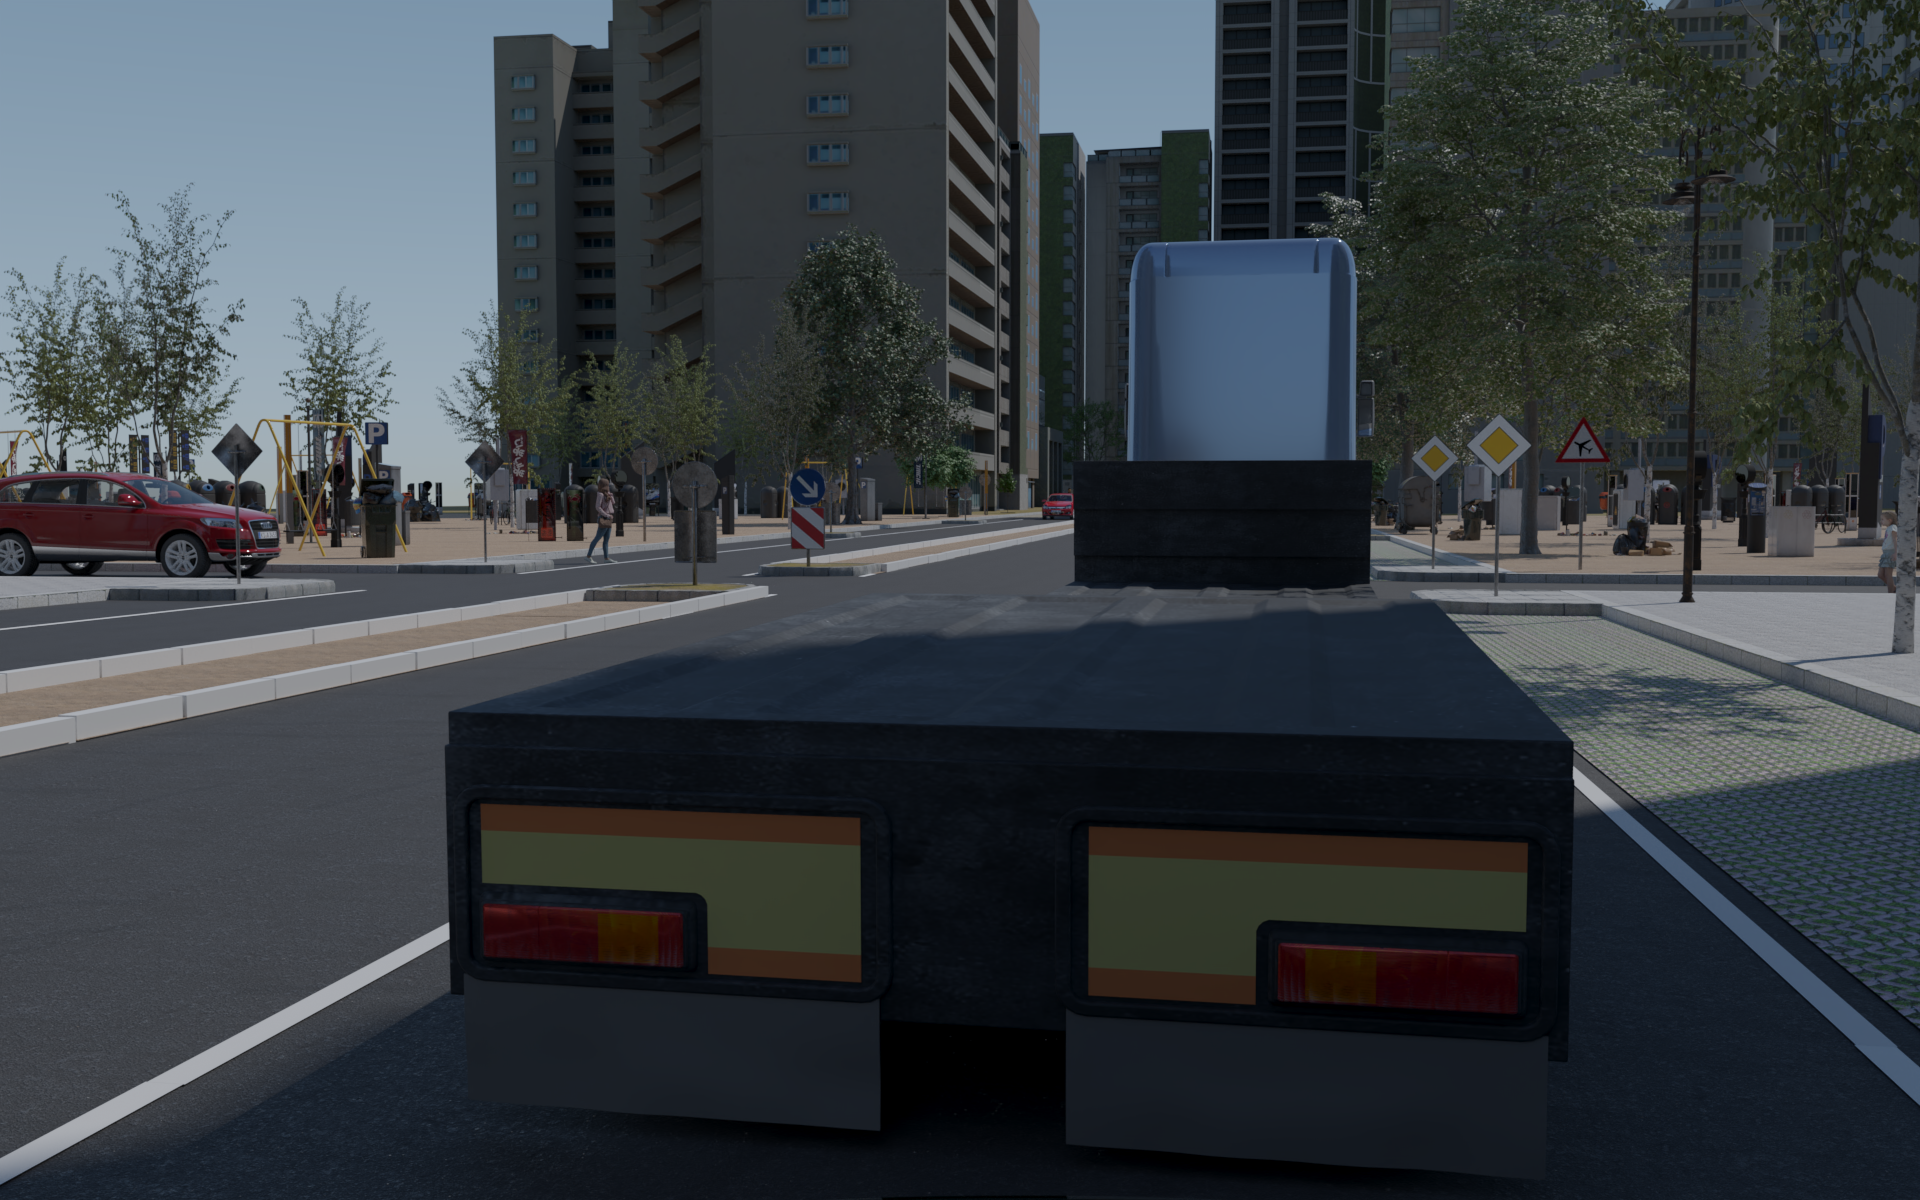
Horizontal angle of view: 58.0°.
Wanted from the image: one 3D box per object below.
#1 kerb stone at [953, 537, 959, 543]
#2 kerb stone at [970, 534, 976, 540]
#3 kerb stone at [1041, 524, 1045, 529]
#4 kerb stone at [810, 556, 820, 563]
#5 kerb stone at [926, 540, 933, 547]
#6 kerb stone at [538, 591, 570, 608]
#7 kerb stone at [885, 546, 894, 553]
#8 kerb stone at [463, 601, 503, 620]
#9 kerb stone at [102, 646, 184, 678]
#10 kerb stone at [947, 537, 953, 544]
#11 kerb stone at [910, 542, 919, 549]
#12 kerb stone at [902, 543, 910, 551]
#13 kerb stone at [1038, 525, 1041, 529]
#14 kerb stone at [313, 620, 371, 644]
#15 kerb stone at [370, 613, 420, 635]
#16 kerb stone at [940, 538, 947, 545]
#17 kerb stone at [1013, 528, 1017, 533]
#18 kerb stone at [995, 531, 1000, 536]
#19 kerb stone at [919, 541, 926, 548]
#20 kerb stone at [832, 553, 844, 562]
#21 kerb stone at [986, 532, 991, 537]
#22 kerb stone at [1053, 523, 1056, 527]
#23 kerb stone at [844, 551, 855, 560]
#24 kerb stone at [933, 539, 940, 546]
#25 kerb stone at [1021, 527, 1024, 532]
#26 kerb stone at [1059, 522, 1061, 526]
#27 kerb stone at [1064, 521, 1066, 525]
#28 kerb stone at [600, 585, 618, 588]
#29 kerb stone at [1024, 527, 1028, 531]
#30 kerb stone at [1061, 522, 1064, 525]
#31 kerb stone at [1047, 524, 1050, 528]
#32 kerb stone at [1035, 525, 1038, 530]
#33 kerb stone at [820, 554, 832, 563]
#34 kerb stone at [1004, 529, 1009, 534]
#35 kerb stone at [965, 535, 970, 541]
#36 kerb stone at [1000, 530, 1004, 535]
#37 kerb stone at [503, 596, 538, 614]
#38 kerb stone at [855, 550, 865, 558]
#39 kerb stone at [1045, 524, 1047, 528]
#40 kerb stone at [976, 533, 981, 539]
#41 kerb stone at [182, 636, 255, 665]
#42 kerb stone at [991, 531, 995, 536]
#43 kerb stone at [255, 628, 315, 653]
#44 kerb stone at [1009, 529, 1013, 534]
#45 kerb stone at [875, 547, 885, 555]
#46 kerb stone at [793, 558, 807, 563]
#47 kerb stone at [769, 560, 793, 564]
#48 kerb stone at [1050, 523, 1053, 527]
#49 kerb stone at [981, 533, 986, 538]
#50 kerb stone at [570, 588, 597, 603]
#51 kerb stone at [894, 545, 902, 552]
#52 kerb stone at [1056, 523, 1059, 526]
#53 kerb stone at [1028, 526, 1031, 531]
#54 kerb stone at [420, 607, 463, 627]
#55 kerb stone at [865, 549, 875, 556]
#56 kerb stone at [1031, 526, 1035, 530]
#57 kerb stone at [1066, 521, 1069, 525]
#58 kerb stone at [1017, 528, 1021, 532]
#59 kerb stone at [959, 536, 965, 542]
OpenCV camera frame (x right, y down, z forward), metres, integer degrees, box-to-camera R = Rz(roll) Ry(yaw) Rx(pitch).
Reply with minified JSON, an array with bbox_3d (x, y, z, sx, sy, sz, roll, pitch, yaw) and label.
[{"bbox_3d":[-0.252,-1.752,50.834,0.120,0.150,1.000,1,4,10],"label":"kerb stone"},{"bbox_3d":[0.274,-1.937,53.869,0.120,0.150,1.000,1,4,10],"label":"kerb stone"},{"bbox_3d":[3.243,-2.987,71.028,0.120,0.150,1.000,1,4,10],"label":"kerb stone"},{"bbox_3d":[-3.044,-0.763,34.665,0.120,0.150,1.000,1,4,10],"label":"kerb stone"},{"bbox_3d":[-0.949,-1.504,46.789,0.120,0.150,1.000,1,4,10],"label":"kerb stone"},{"bbox_3d":[-5.243,0.013,21.990,0.120,0.150,1.000,1,4,10],"label":"kerb stone"},{"bbox_3d":[-1.824,-1.194,41.731,0.120,0.150,1.000,1,4,10],"label":"kerb stone"},{"bbox_3d":[-5.576,0.143,19.969,0.120,0.150,1.000,1,4,10],"label":"kerb stone"},{"bbox_3d":[-6.626,0.508,13.926,0.120,0.150,1.000,1,4,10],"label":"kerb stone"},{"bbox_3d":[-0.420,-1.689,49.823,0.120,0.150,1.000,1,4,10],"label":"kerb stone"},{"bbox_3d":[-1.293,-1.381,44.771,0.120,0.150,1.000,1,4,10],"label":"kerb stone"},{"bbox_3d":[-1.473,-1.318,43.751,0.120,0.150,1.000,1,4,10],"label":"kerb stone"},{"bbox_3d":[3.057,-2.924,70.023,0.120,0.150,1.000,1,4,10],"label":"kerb stone"},{"bbox_3d":[-6.104,0.321,16.949,0.120,0.150,1.000,1,4,10],"label":"kerb stone"},{"bbox_3d":[-5.924,0.259,17.955,0.120,0.150,1.000,1,4,10],"label":"kerb stone"},{"bbox_3d":[-0.597,-1.628,48.808,0.120,0.150,1.000,1,4,10],"label":"kerb stone"},{"bbox_3d":[1.841,-2.491,62.954,0.120,0.150,1.000,1,4,10],"label":"kerb stone"},{"bbox_3d":[1.149,-2.246,58.917,0.120,0.150,1.000,1,4,10],"label":"kerb stone"},{"bbox_3d":[-1.131,-1.438,45.783,0.120,0.150,1.000,1,4,10],"label":"kerb stone"},{"bbox_3d":[-2.688,-0.886,36.685,0.120,0.150,1.000,1,4,10],"label":"kerb stone"},{"bbox_3d":[0.795,-2.123,56.904,0.120,0.150,1.000,1,4,10],"label":"kerb stone"},{"bbox_3d":[3.932,-3.234,75.073,0.120,0.150,1.000,1,4,10],"label":"kerb stone"},{"bbox_3d":[-2.519,-0.941,37.694,0.120,0.150,1.000,1,4,10],"label":"kerb stone"},{"bbox_3d":[-0.766,-1.566,47.800,0.120,0.150,1.000,1,4,10],"label":"kerb stone"},{"bbox_3d":[2.195,-2.616,64.970,0.120,0.150,1.000,1,4,10],"label":"kerb stone"},{"bbox_3d":[4.286,-3.358,77.093,0.120,0.150,1.000,1,4,10],"label":"kerb stone"},{"bbox_3d":[4.635,-3.481,79.112,0.120,0.150,1.000,1,4,10],"label":"kerb stone"},{"bbox_3d":[-4.878,-0.106,24.006,0.120,0.150,1.000,1,4,10],"label":"kerb stone"},{"bbox_3d":[2.371,-2.673,65.977,0.120,0.150,1.000,1,4,10],"label":"kerb stone"},{"bbox_3d":[4.454,-3.412,78.107,0.120,0.150,1.000,1,4,10],"label":"kerb stone"},{"bbox_3d":[3.580,-3.103,73.046,0.120,0.150,1.000,1,4,10],"label":"kerb stone"},{"bbox_3d":[2.887,-2.864,69.015,0.120,0.150,1.000,1,4,10],"label":"kerb stone"},{"bbox_3d":[-2.869,-0.824,35.672,0.120,0.150,1.000,1,4,10],"label":"kerb stone"},{"bbox_3d":[1.496,-2.369,60.936,0.120,0.150,1.000,1,4,10],"label":"kerb stone"},{"bbox_3d":[0.095,-1.872,52.863,0.120,0.150,1.000,1,4,10],"label":"kerb stone"},{"bbox_3d":[1.318,-2.305,59.929,0.120,0.150,1.000,1,4,10],"label":"kerb stone"},{"bbox_3d":[-5.412,0.074,20.982,0.120,0.150,1.000,1,4,10],"label":"kerb stone"},{"bbox_3d":[-2.345,-1.010,38.701,0.120,0.150,1.000,1,4,10],"label":"kerb stone"},{"bbox_3d":[3.409,-3.047,72.038,0.120,0.150,1.000,1,4,10],"label":"kerb stone"},{"bbox_3d":[0.449,-1.998,54.880,0.120,0.150,1.000,1,4,10],"label":"kerb stone"},{"bbox_3d":[-6.446,0.444,14.932,0.120,0.150,1.000,1,4,10],"label":"kerb stone"},{"bbox_3d":[0.965,-2.184,57.912,0.120,0.150,1.000,1,4,10],"label":"kerb stone"},{"bbox_3d":[-6.285,0.386,15.942,0.120,0.150,1.000,1,4,10],"label":"kerb stone"},{"bbox_3d":[1.668,-2.431,61.944,0.120,0.150,1.000,1,4,10],"label":"kerb stone"},{"bbox_3d":[-1.988,-1.130,40.721,0.120,0.150,1.000,1,4,10],"label":"kerb stone"},{"bbox_3d":[-3.215,-0.701,33.653,0.120,0.150,1.000,1,4,10],"label":"kerb stone"},{"bbox_3d":[-3.394,-0.636,32.644,0.120,0.150,1.000,1,4,10],"label":"kerb stone"},{"bbox_3d":[3.761,-3.167,74.061,0.120,0.150,1.000,1,4,10],"label":"kerb stone"},{"bbox_3d":[0.621,-2.061,55.895,0.120,0.150,1.000,1,4,10],"label":"kerb stone"},{"bbox_3d":[-5.063,-0.049,22.996,0.120,0.150,1.000,1,4,10],"label":"kerb stone"},{"bbox_3d":[-1.651,-1.255,42.742,0.120,0.150,1.000,1,4,10],"label":"kerb stone"},{"bbox_3d":[4.109,-3.296,76.080,0.120,0.150,1.000,1,4,10],"label":"kerb stone"},{"bbox_3d":[2.542,-2.740,66.994,0.120,0.150,1.000,1,4,10],"label":"kerb stone"},{"bbox_3d":[-5.749,0.198,18.962,0.120,0.150,1.000,1,4,10],"label":"kerb stone"},{"bbox_3d":[-2.172,-1.072,39.716,0.120,0.150,1.000,1,4,10],"label":"kerb stone"},{"bbox_3d":[2.718,-2.797,68.007,0.120,0.150,1.000,1,4,10],"label":"kerb stone"},{"bbox_3d":[4.814,-3.541,80.136,0.120,0.150,1.000,1,4,10],"label":"kerb stone"},{"bbox_3d":[2.016,-2.555,63.963,0.120,0.150,1.000,1,4,10],"label":"kerb stone"},{"bbox_3d":[-0.080,-1.813,51.842,0.120,0.150,1.000,1,4,10],"label":"kerb stone"}]
